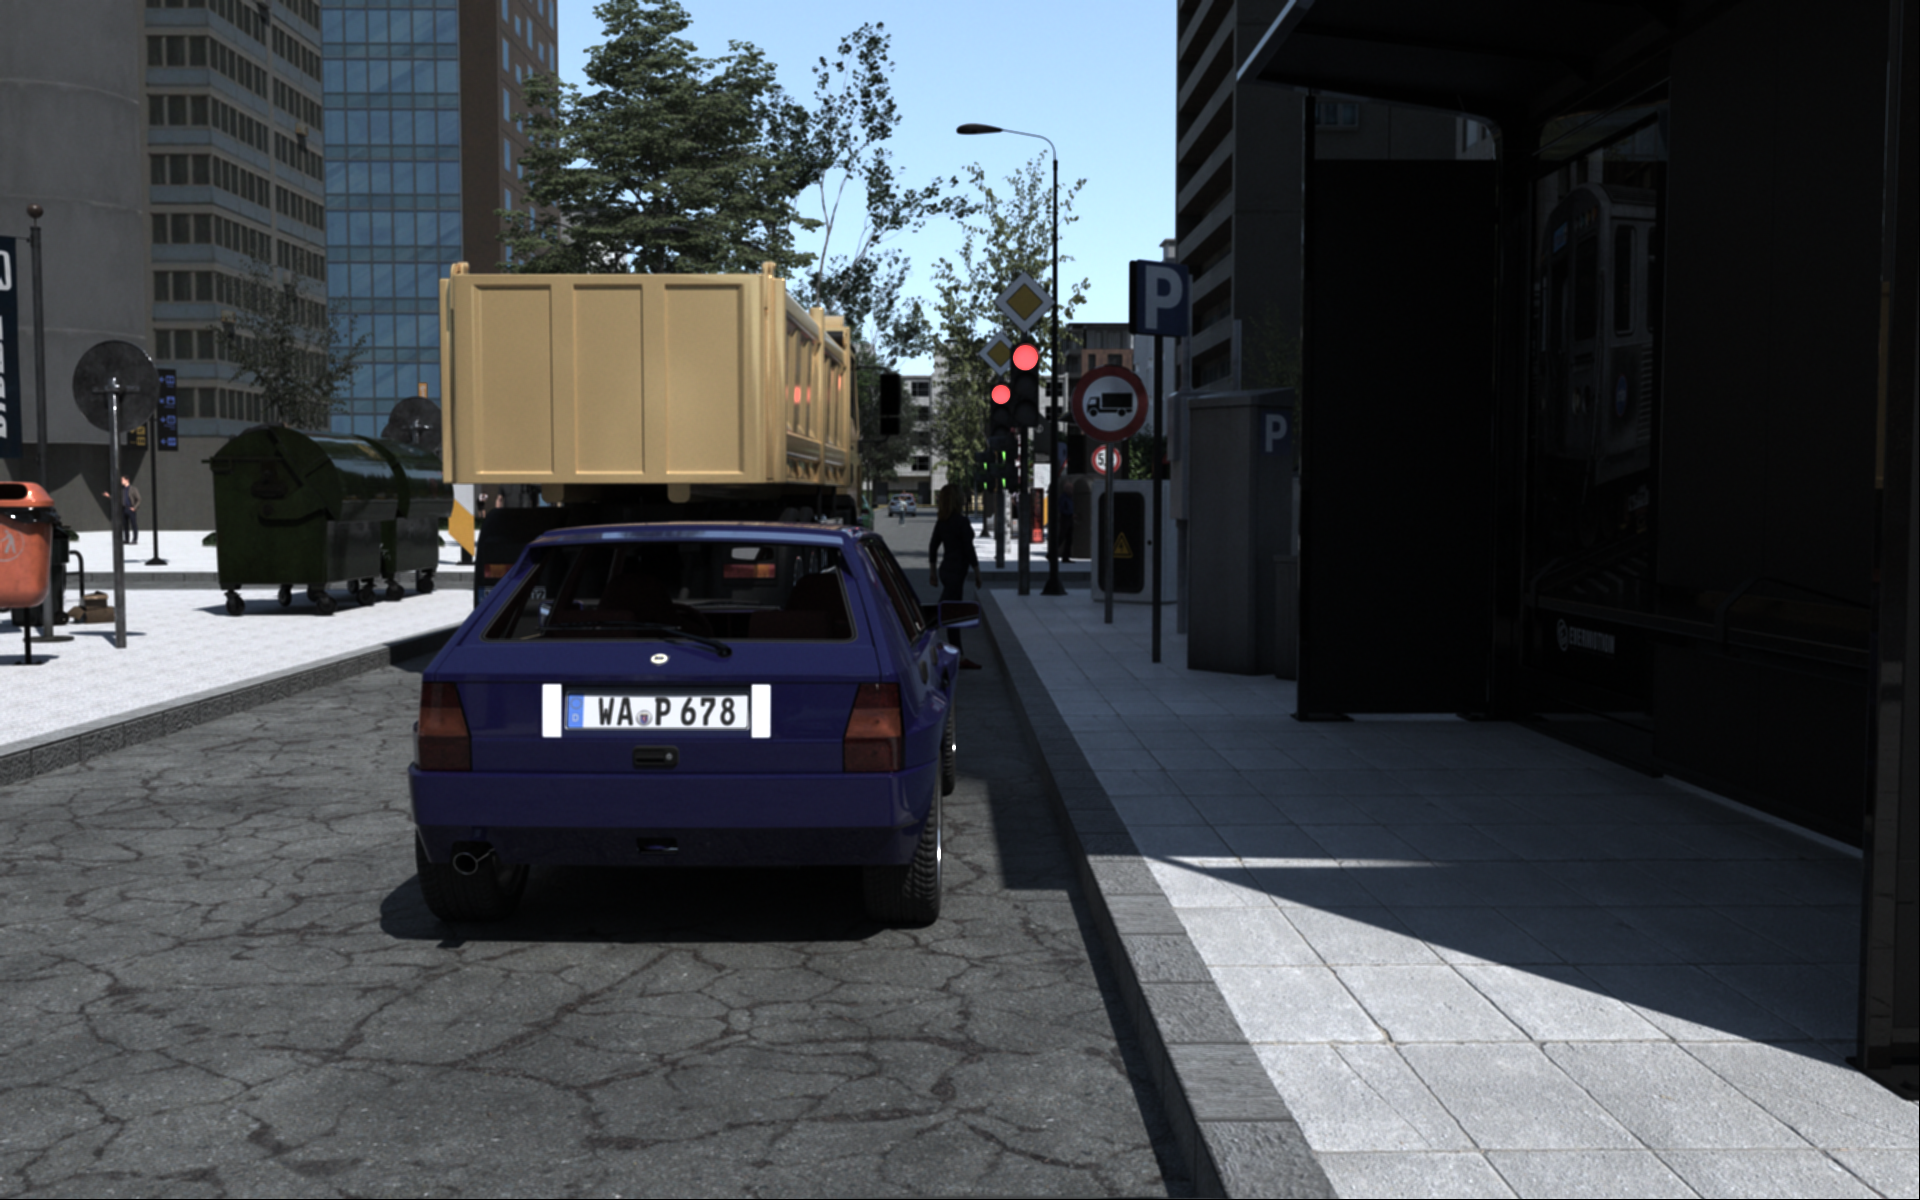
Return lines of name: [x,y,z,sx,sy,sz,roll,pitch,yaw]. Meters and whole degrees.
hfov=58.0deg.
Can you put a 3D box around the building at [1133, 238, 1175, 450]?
building: [21.645,-16.975,133.968,16.016,20.091,11.380,0,4,-1]

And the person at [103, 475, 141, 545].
person: [-21.272,-2.288,43.976,0.617,1.759,0.750,2,4,27]

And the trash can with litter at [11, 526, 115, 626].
trash can with litter: [-8.897,-0.350,17.111,0.624,1.170,1.055,3,5,40]

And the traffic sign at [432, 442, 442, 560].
traffic sign: [-10.202,-2.054,33.696,0.768,2.556,0.104,0,4,2]

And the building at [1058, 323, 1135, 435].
building: [29.037,-22.844,217.473,32.646,21.610,27.936,0,4,-1]

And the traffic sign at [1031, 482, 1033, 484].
traffic sign: [4.058,-5.663,92.702,0.768,2.556,0.104,0,4,2]

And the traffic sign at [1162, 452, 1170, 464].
traffic sign: [3.976,-1.872,30.604,0.884,2.594,0.081,0,4,7]

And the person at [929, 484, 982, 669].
person: [-0.115,-0.183,14.027,0.480,1.512,0.613,3,5,44]

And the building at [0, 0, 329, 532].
building: [-38.189,-22.794,64.556,32.217,40.220,23.993,0,4,-1]

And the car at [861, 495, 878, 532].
car: [-3.918,-2.964,60.254,2.131,1.459,4.920,0,4,-2]

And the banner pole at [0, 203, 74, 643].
banner pole: [-8.121,-1.519,14.852,0.401,3.779,0.863,3,5,42]

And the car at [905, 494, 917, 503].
car: [-5.352,-10.074,173.755,2.155,1.783,4.494,0,4,1]

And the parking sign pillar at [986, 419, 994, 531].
parking sign pillar: [1.531,-4.404,60.470,1.447,3.967,1.447,0,4,-1]

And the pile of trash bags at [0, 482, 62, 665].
pile of trash bags: [-8.338,-0.167,12.477,3.447,1.369,1.912,-1,4,-12]

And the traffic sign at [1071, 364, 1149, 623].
traffic sign: [1.478,-1.041,17.130,0.768,2.556,0.104,0,4,4]

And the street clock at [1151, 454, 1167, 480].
street clock: [3.584,-1.628,31.193,0.358,2.002,0.471,0,4,-1]

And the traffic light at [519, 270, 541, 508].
traffic light: [-5.467,-2.011,21.801,0.839,4.253,0.868,0,4,-1]

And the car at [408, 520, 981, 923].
car: [-0.891,0.333,7.139,1.945,1.354,3.894,0,4,1]

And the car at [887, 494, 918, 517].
car: [-3.663,-5.996,110.040,2.014,1.417,4.499,0,4,-2]

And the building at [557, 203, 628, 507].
building: [-29.483,-15.557,110.777,16.016,20.091,11.380,0,4,-1]

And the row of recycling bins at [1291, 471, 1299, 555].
row of recycling bins: [6.092,-1.443,30.708,1.069,1.692,3.534,0,4,-6]

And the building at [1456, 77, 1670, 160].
building: [33.002,-28.519,55.520,27.495,52.752,28.713,0,4,-1]

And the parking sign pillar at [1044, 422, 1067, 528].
parking sign pillar: [3.712,-4.698,65.292,1.447,3.967,1.447,1,4,16]

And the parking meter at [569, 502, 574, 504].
parking meter: [-10.622,-2.590,48.053,0.399,1.863,0.255,-2,4,-35]

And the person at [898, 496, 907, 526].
person: [-2.556,-3.941,76.840,0.435,1.345,0.340,1,4,14]

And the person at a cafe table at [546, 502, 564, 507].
person at a cafe table: [-16.754,-3.738,69.630,1.622,1.524,1.698,0,4,-5]

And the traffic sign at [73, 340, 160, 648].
traffic sign: [-6.990,-0.871,14.354,0.768,2.556,0.104,0,4,6]

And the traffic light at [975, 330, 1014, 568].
traffic light: [0.676,-2.506,29.892,0.839,4.253,0.868,0,4,-1]

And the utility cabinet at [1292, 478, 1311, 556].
utility cabinet: [4.684,-0.779,21.419,1.173,1.500,0.318,3,5,42]

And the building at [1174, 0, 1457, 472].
building: [23.812,-28.761,93.945,21.300,48.544,21.600,0,4,-1]

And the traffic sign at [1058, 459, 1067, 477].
traffic sign: [3.512,-3.380,55.268,0.884,2.594,0.081,1,4,8]

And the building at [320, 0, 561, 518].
building: [-30.021,-27.098,93.171,14.600,45.320,14.200,0,4,-1]

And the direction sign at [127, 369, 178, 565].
direction sign: [-14.549,-2.400,31.242,0.379,3.537,0.876,3,5,44]

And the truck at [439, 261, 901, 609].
truck: [-2.495,-1.321,17.525,3.469,3.379,9.791,0,4,1]

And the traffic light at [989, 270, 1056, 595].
traffic light: [0.793,-2.018,21.908,0.839,4.253,0.868,0,4,-1]

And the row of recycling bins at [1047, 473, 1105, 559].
row of recycling bins: [2.445,-1.751,35.745,1.069,1.692,3.534,0,4,-7]

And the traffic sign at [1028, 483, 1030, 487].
traffic sign: [2.830,-4.330,70.895,0.768,2.556,0.104,0,4,4]

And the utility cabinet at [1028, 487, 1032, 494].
utility cabinet: [1.925,-3.025,58.133,1.173,1.500,0.318,-2,4,-26]

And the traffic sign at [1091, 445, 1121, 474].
traffic sign: [3.797,-2.747,45.023,0.768,2.556,0.104,0,4,4]

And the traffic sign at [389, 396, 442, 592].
traffic sign: [-7.090,-1.377,22.622,0.768,2.556,0.104,0,4,4]

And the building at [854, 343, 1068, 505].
building: [-3.175,-21.112,211.646,31.486,18.905,16.747,0,4,-1]

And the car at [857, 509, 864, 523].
car: [-3.971,-2.523,53.837,1.945,1.354,3.894,0,4,0]
